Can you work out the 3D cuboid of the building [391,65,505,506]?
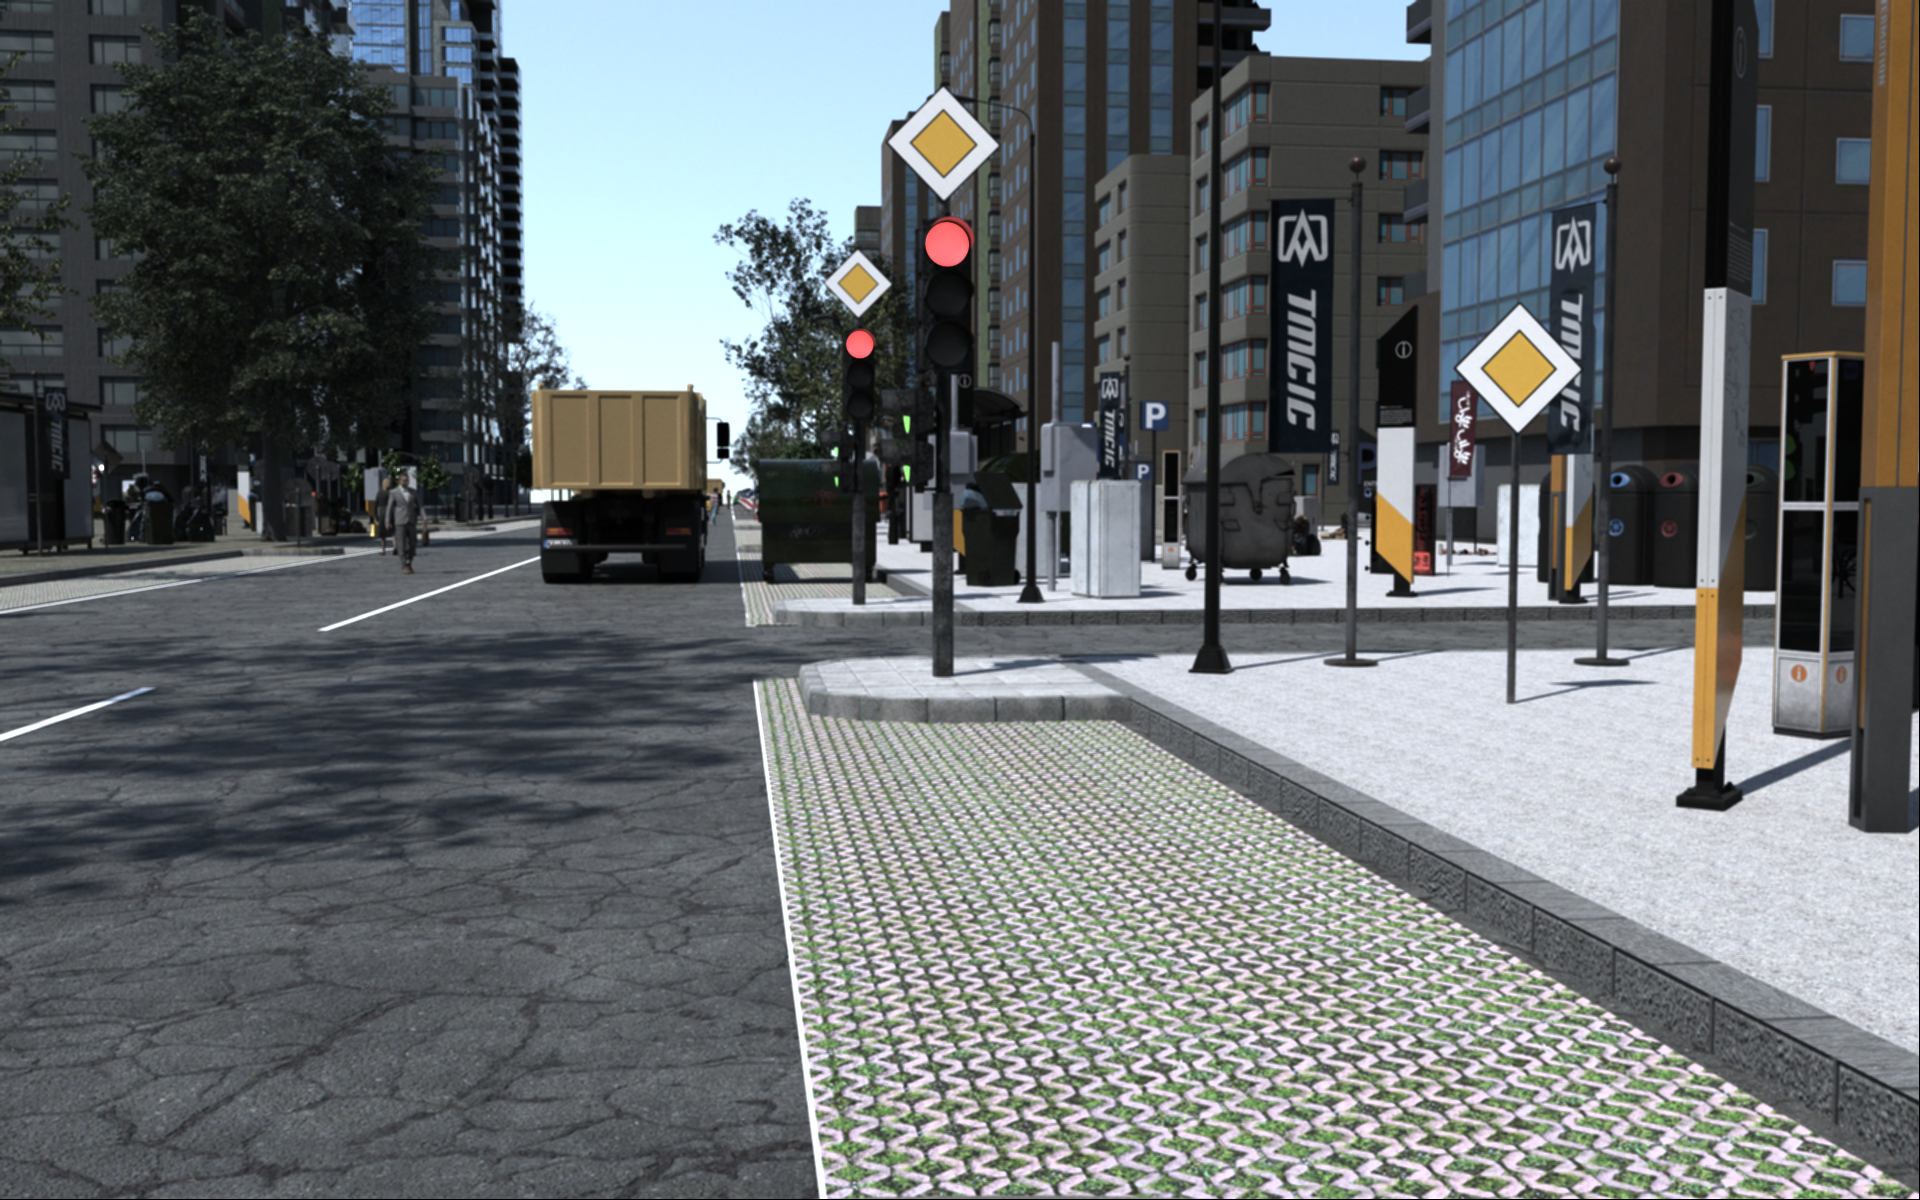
[{"bbox_3d":[-65.568,-35.517,200.313,23.786,49.044,30.456,0,4,-8],"label":"building"}]

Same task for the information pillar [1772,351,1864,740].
[{"bbox_3d":[4.544,-0.285,9.153,0.304,2.012,0.304,-2,4,-30],"label":"information pillar"}]

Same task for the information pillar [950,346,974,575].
[{"bbox_3d":[-0.005,-2.209,27.467,0.504,3.616,0.183,-1,4,-14],"label":"information pillar"}]

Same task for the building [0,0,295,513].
[{"bbox_3d":[-46.634,-25.279,96.901,14.154,41.232,14.086,0,4,-8],"label":"building"}]

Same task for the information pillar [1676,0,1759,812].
[{"bbox_3d":[3.157,-0.965,7.141,0.183,3.616,0.504,3,4,36],"label":"information pillar"}]

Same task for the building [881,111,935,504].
[{"bbox_3d":[-1.731,-33.878,204.012,14.600,45.320,14.200,0,4,-8],"label":"building"}]

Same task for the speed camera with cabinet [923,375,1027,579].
[{"bbox_3d":[0.488,-1.942,26.092,2.038,3.252,0.660,-1,4,-22],"label":"speed camera with cabinet"}]

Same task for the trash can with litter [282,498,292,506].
[{"bbox_3d":[-24.394,-3.091,61.921,1.055,1.170,0.624,0,4,-8],"label":"trash can with litter"}]

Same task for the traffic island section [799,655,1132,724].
[{"bbox_3d":[-0.097,0.616,12.205,2.009,0.180,2.903,0,4,-8],"label":"traffic island section"}]

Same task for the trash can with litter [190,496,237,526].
[{"bbox_3d":[-29.843,-3.515,68.523,2.233,1.210,1.678,0,4,-1],"label":"trash can with litter"}]

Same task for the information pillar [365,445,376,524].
[{"bbox_3d":[-25.055,-5.026,73.536,0.183,3.616,0.504,1,4,17],"label":"information pillar"}]

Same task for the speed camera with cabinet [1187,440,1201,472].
[{"bbox_3d":[9.491,-4.280,64.320,2.038,3.252,0.660,-1,4,-12],"label":"speed camera with cabinet"}]

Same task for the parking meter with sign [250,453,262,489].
[{"bbox_3d":[-29.991,-4.731,73.620,0.543,3.016,1.738,-3,4,-36],"label":"parking meter with sign"}]

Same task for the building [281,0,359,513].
[{"bbox_3d":[-54.138,-30.488,118.092,23.786,49.044,30.456,0,4,-8],"label":"building"}]

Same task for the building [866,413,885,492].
[{"bbox_3d":[1.453,-23.442,228.308,27.650,21.520,28.899,0,4,-8],"label":"building"}]

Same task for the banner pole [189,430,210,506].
[{"bbox_3d":[-29.305,-4.689,66.690,0.863,3.779,0.401,-1,4,-20],"label":"banner pole"}]

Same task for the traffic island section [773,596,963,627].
[{"bbox_3d":[-1.151,0.132,20.121,2.009,0.180,2.903,0,4,-8],"label":"traffic island section"}]

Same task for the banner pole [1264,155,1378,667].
[{"bbox_3d":[2.711,-1.403,12.951,0.863,3.779,0.401,1,4,9],"label":"banner pole"}]

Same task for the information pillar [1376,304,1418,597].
[{"bbox_3d":[5.457,-1.849,21.591,0.504,3.616,0.183,3,4,36],"label":"information pillar"}]

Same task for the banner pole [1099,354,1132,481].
[{"bbox_3d":[2.819,-2.518,31.184,0.863,3.779,0.401,3,5,45],"label":"banner pole"}]

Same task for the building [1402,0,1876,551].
[{"bbox_3d":[20.432,-23.976,42.114,14.200,45.320,14.600,0,4,-8],"label":"building"}]

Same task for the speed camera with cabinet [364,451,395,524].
[{"bbox_3d":[-20.431,-4.111,61.558,0.660,3.252,2.038,1,4,8],"label":"speed camera with cabinet"}]

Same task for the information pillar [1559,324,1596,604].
[{"bbox_3d":[7.256,-1.768,20.266,0.504,3.616,0.183,-3,5,-43],"label":"information pillar"}]

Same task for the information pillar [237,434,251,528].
[{"bbox_3d":[-26.661,-4.476,64.533,0.504,3.616,0.183,1,4,11],"label":"information pillar"}]

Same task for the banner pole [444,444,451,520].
[{"bbox_3d":[-25.767,-5.935,87.056,0.401,3.779,0.863,-1,4,-21],"label":"banner pole"}]

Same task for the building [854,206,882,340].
[{"bbox_3d":[-8.195,-34.524,248.067,14.154,41.232,14.086,0,4,-8],"label":"building"}]

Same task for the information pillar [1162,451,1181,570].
[{"bbox_3d":[3.601,-1.530,29.508,0.304,2.012,0.304,0,4,8],"label":"information pillar"}]

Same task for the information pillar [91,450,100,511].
[{"bbox_3d":[-44.152,-5.932,88.337,0.183,3.616,0.504,3,5,39],"label":"information pillar"}]

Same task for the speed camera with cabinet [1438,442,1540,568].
[{"bbox_3d":[9.567,-2.222,30.659,2.038,3.252,0.660,2,4,34],"label":"speed camera with cabinet"}]

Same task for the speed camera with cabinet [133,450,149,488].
[{"bbox_3d":[-36.693,-5.095,77.641,0.660,3.252,2.038,-1,4,-21],"label":"speed camera with cabinet"}]

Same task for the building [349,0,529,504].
[{"bbox_3d":[-68.789,-56.086,229.682,22.319,86.520,31.000,0,4,-8],"label":"building"}]

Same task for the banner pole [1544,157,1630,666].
[{"bbox_3d":[4.753,-1.416,13.174,0.401,3.779,0.863,-2,4,-23],"label":"banner pole"}]

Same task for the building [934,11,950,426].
[{"bbox_3d":[4.532,-28.635,151.777,14.154,41.232,14.086,0,4,-8],"label":"building"}]

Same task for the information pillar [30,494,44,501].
[{"bbox_3d":[-34.885,-4.528,65.384,0.504,3.616,0.183,-1,4,-16],"label":"information pillar"}]

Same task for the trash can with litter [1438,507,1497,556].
[{"bbox_3d":[10.955,-1.553,36.453,2.233,1.210,1.678,3,4,36],"label":"trash can with litter"}]

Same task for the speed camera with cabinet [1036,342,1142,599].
[{"bbox_3d":[1.646,-1.693,22.019,0.660,3.252,2.038,-1,4,-19],"label":"speed camera with cabinet"}]

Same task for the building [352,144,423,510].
[{"bbox_3d":[-52.677,-22.638,141.834,14.160,30.474,14.107,0,4,-8],"label":"building"}]

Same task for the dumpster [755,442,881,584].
[{"bbox_3d":[-2.288,-1.401,27.853,1.985,2.255,1.502,0,4,-7],"label":"dumpster"}]

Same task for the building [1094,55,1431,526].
[{"bbox_3d":[23.150,-14.656,84.660,27.650,21.520,28.899,0,4,-8],"label":"building"}]

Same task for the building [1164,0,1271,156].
[{"bbox_3d":[10.446,-28.060,108.894,14.600,45.320,14.200,0,4,-8],"label":"building"}]

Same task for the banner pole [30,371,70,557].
[{"bbox_3d":[-18.641,-2.780,35.464,0.401,3.779,0.863,3,5,41],"label":"banner pole"}]

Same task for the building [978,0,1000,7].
[{"bbox_3d":[8.088,-26.890,123.250,14.154,41.232,14.086,0,4,-8],"label":"building"}]

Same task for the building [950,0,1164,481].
[{"bbox_3d":[6.944,-29.792,137.213,14.600,45.320,14.200,0,4,-8],"label":"building"}]

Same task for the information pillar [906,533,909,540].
[{"bbox_3d":[-1.306,-2.673,48.188,0.304,2.012,0.304,1,4,18],"label":"information pillar"}]

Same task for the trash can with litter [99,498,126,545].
[{"bbox_3d":[-21.505,-1.981,43.780,0.624,1.170,1.055,-3,5,-45],"label":"trash can with litter"}]

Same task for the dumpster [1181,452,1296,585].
[{"bbox_3d":[4.013,-1.173,24.941,1.264,1.857,1.865,0,4,-7],"label":"dumpster"}]

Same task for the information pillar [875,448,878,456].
[{"bbox_3d":[-4.270,-5.870,87.336,0.183,3.616,0.504,-2,4,-24],"label":"information pillar"}]
